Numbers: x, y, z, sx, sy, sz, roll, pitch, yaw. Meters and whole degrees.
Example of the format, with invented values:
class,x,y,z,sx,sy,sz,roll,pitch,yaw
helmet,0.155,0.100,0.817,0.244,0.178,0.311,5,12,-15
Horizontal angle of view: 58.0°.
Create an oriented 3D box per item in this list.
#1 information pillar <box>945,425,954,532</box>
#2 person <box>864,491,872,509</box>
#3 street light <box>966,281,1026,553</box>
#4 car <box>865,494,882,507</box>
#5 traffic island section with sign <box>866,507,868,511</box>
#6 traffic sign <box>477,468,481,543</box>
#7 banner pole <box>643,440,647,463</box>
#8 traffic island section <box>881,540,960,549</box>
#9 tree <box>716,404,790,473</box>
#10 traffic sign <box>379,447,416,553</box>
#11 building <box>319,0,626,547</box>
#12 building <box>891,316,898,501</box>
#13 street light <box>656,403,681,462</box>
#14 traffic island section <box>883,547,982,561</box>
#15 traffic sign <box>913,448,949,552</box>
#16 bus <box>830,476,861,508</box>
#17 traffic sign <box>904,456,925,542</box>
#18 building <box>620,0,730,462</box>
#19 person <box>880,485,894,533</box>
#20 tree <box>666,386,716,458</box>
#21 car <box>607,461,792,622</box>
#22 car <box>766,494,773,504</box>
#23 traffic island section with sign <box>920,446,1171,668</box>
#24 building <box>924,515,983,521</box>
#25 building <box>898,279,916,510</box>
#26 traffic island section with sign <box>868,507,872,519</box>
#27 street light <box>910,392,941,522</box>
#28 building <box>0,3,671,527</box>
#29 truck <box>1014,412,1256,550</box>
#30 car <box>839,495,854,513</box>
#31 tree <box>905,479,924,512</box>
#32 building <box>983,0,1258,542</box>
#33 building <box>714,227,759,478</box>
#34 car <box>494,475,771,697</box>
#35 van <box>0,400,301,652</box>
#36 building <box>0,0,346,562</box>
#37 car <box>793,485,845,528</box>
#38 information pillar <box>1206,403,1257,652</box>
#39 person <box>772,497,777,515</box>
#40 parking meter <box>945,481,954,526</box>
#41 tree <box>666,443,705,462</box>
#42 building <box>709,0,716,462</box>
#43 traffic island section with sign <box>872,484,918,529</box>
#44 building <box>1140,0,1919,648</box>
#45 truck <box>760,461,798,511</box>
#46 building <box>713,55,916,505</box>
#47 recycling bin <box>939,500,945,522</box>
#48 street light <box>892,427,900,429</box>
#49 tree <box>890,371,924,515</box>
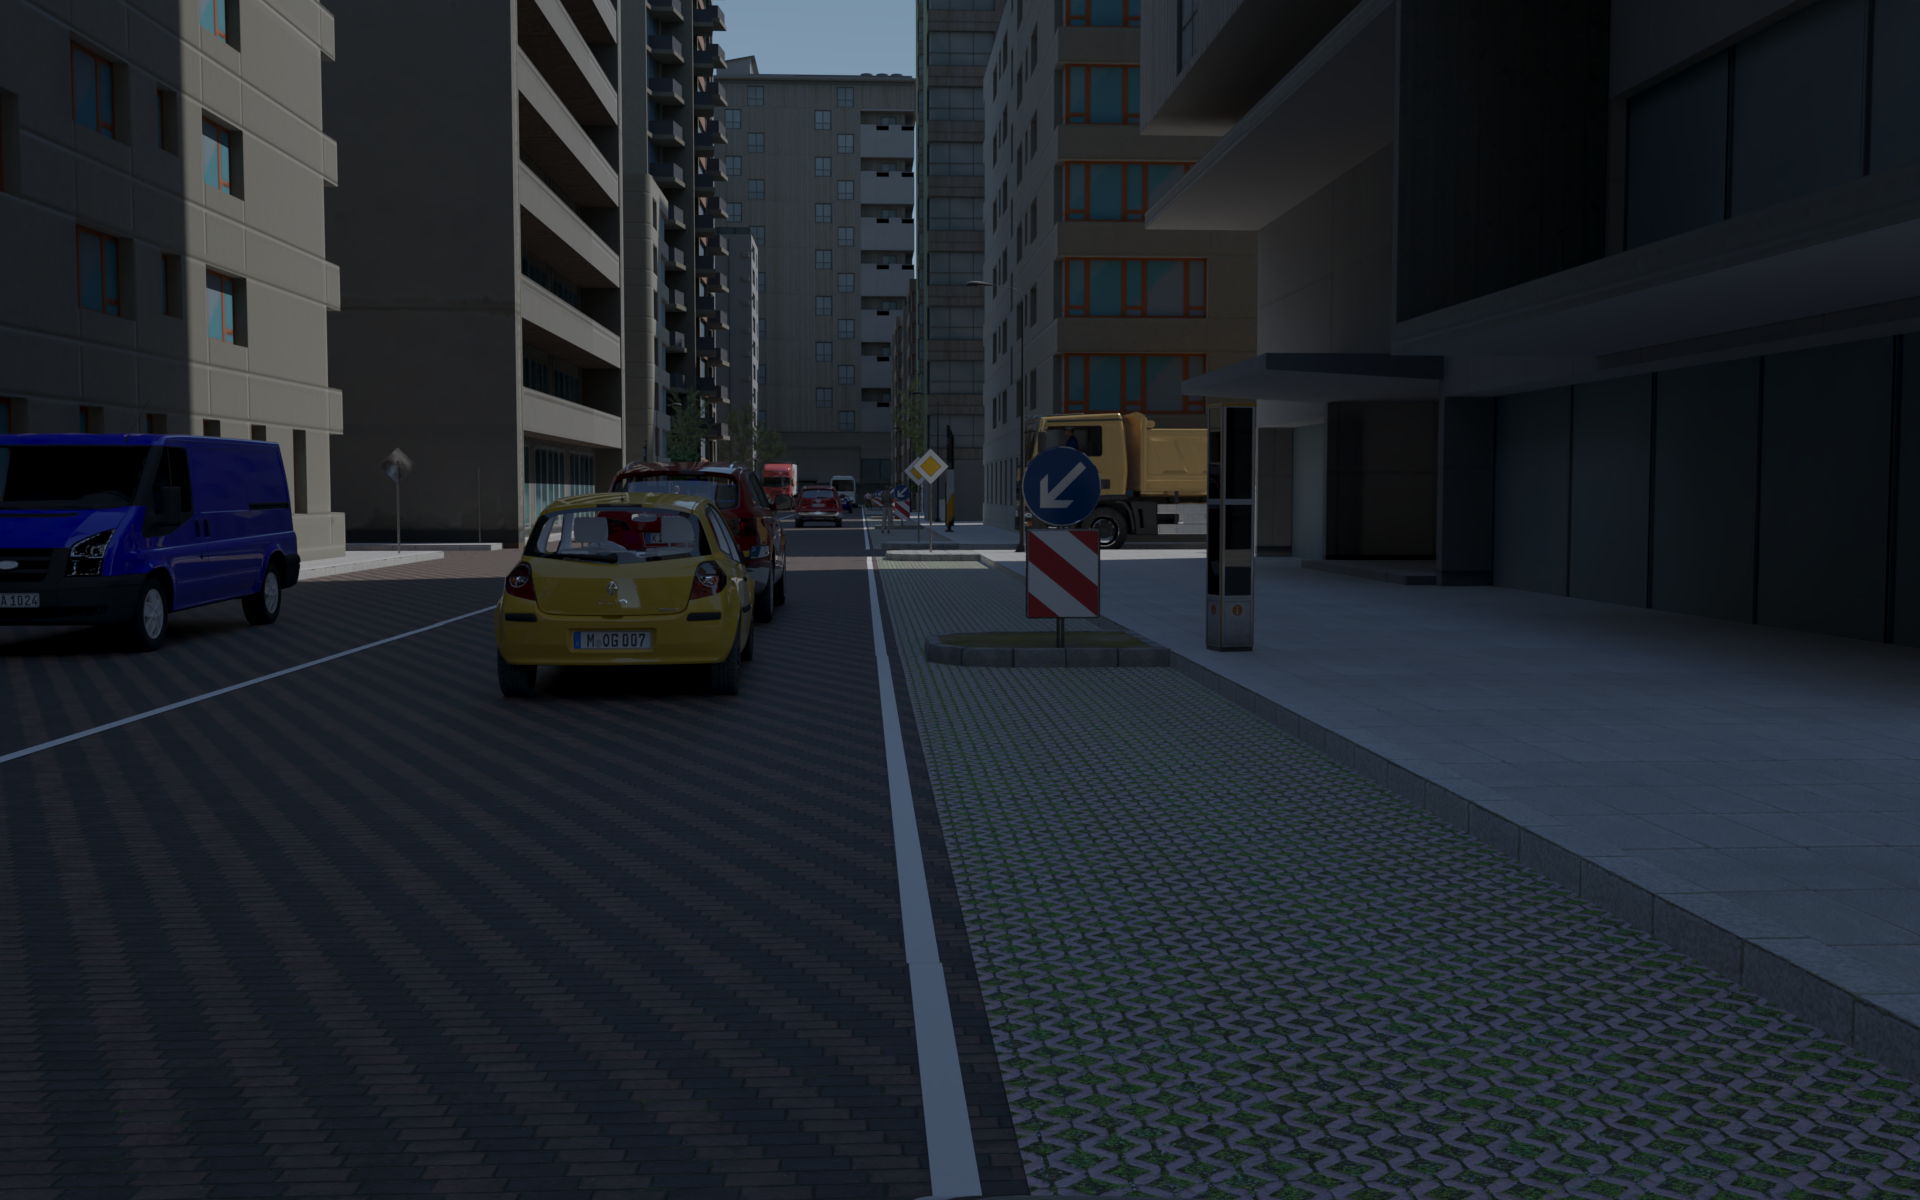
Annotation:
class,x,y,z,sx,sy,sz,roll,pitch,yaw
information pillar,-0.331,-4.106,58.494,0.183,3.616,0.504,-1,4,-22
person,-7.959,-8.653,150.917,0.756,1.711,0.436,1,4,21
street light,0.828,-4.002,37.970,1.470,5.913,1.316,0,4,-3
car,-9.047,-10.467,181.362,2.015,1.641,3.980,0,4,-4
traffic island section with sign,-6.943,-8.549,148.396,1.989,1.847,2.006,0,4,-3
traffic sign,-12.578,-2.550,45.339,0.795,2.450,0.064,0,4,-3
banner pole,-14.500,-5.493,79.834,0.401,3.779,0.863,0,4,1
traffic island section,-1.078,-1.454,46.053,2.009,0.180,2.903,0,4,-3
tree,-21.113,-14.643,173.819,8.767,10.594,7.601,0,4,1
traffic sign,-12.121,-2.063,37.367,0.795,2.450,0.064,0,4,-3
building,-22.812,-26.307,53.825,21.300,48.544,21.600,0,4,-3
building,6.764,-20.711,183.662,27.650,21.520,28.899,0,4,-3
street light,-14.972,-7.111,88.799,1.470,5.913,1.316,0,4,-3
traffic island section,-0.621,-0.966,38.081,2.009,0.180,2.903,0,4,-3
traffic sign,-0.644,-2.102,38.003,0.795,2.450,0.064,0,4,-3
bus,-12.141,-11.553,183.751,2.948,3.499,13.247,0,4,-1
traffic sign,-1.102,-2.589,45.975,0.795,2.450,0.064,0,4,-3
building,-29.546,-29.287,133.471,22.147,44.769,28.867,0,4,-3
person,-2.631,-3.317,63.289,0.519,1.759,0.362,1,4,17
tree,-18.603,-10.196,117.075,4.737,8.622,4.395,0,3,0
car,-3.191,-0.747,20.885,2.281,1.827,5.304,0,4,-3
car,-15.611,-7.718,136.409,2.015,1.641,3.980,0,4,-4
traffic island section with sign,0.696,-0.398,15.137,1.989,1.847,2.006,0,4,-3
building,5.119,-24.690,87.282,14.154,41.232,14.086,0,4,-3
building,8.926,-18.917,154.330,27.650,21.520,28.899,0,4,-3
traffic island section with sign,-4.032,-5.440,97.574,1.989,1.847,2.006,0,4,-3
street light,-1.541,-6.500,78.822,1.470,5.913,1.316,0,4,-3
building,-30.209,-14.828,87.469,27.650,21.520,28.899,0,4,-3
truck,5.430,-2.843,42.409,9.791,3.379,3.469,0,4,-5
car,-8.947,-7.175,129.892,1.945,1.354,3.894,0,4,-5
tree,-2.823,-7.911,123.947,1.663,3.219,1.824,0,3,0
building,16.188,-13.130,59.707,28.899,21.520,27.650,0,4,-3
building,-29.103,-25.503,188.668,14.107,30.474,14.160,0,4,-3
car,-2.529,-0.214,13.727,2.015,1.641,3.980,0,4,-5
van,-8.394,-0.797,17.418,2.240,2.365,5.245,0,4,-5
building,-26.253,-10.720,20.308,28.899,21.520,27.650,0,4,-3
car,-6.165,-4.104,75.767,2.281,1.827,5.304,0,4,-4
information pillar,2.213,-0.592,14.171,0.304,2.012,0.304,-1,4,-16
person,-9.177,-4.472,85.865,0.306,1.304,0.590,1,4,10
parking meter,-0.411,-3.873,69.037,0.255,1.863,0.399,2,4,24
tree,-17.738,-7.773,110.805,4.285,4.588,4.351,0,3,0
building,-30.819,-43.981,157.340,20.563,71.187,20.611,0,4,-3
traffic island section with sign,-2.486,-3.791,70.612,1.989,1.847,2.006,0,4,-3
building,17.807,-26.491,22.359,28.713,52.752,27.495,0,4,-3
truck,-15.678,-9.928,151.232,2.839,4.237,11.283,0,4,-2
building,-16.850,-38.439,217.716,27.495,52.752,28.713,0,4,-3
recycling bin,-0.677,-4.150,80.408,0.722,1.027,0.722,-1,4,-8
street light,-3.997,-9.062,120.701,1.470,5.913,1.316,0,4,-3
tree,-2.061,-9.423,104.421,4.737,8.622,4.395,0,3,0
